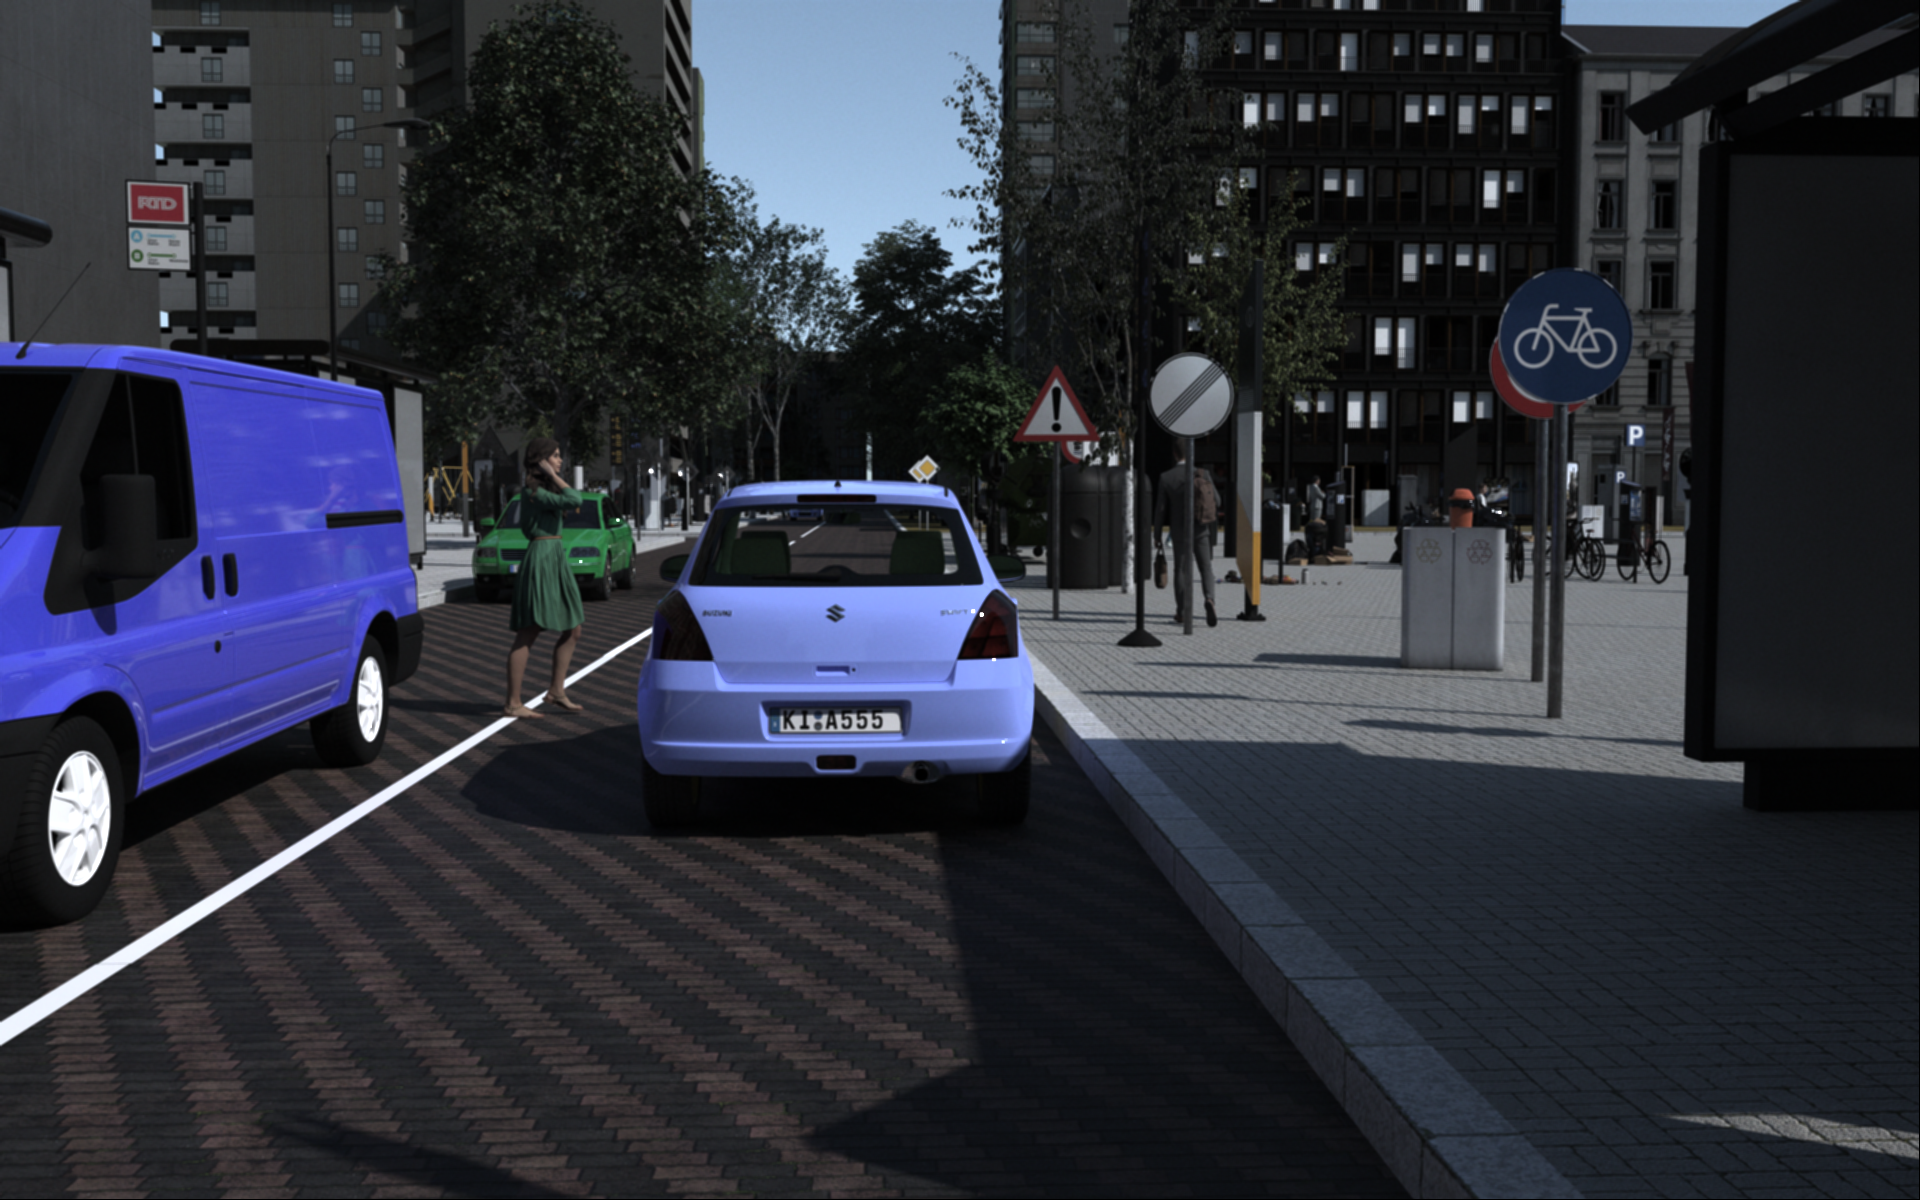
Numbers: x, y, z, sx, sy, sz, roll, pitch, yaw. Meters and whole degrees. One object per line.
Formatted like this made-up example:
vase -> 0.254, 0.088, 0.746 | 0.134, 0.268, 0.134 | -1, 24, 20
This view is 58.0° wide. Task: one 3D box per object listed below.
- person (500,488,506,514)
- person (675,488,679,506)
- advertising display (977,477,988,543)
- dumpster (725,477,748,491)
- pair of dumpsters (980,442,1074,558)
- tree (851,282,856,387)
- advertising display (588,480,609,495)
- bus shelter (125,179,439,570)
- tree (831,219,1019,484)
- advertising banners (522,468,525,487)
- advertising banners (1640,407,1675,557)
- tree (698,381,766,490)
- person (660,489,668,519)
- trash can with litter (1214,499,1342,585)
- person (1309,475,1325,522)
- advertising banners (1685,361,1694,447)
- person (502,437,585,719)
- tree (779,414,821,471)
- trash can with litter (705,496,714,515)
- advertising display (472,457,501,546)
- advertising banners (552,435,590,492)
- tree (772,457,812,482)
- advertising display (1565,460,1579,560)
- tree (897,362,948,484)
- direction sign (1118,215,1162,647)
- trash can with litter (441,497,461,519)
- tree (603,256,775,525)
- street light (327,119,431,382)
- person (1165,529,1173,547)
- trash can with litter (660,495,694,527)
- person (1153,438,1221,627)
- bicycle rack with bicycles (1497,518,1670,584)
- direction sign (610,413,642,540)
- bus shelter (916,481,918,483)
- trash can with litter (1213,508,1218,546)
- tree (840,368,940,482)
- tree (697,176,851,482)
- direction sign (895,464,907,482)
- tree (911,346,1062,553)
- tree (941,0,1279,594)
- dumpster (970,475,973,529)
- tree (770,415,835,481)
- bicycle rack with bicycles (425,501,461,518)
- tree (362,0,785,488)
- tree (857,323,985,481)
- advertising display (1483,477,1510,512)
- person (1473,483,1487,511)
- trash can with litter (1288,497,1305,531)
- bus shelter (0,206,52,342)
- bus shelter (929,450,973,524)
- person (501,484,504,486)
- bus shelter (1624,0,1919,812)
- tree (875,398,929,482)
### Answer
person -> -18.316, -3.831, 68.860 | 0.661, 1.801, 0.590 | -3, 5, -43
person -> -19.820, -7.022, 121.853 | 0.512, 1.701, 0.522 | -2, 4, -31
advertising display -> 0.850, -2.428, 44.916 | 0.974, 1.923, 0.123 | 3, 4, 38
dumpster -> -12.496, -5.817, 97.596 | 1.502, 2.255, 1.985 | 0, 4, -3
pair of dumpsters -> 1.299, -1.883, 33.279 | 1.574, 2.255, 4.437 | 0, 4, -3
tree -> -14.618, -16.488, 125.475 | 12.611, 20.169, 13.585 | 0, 3, 0
advertising display -> -16.919, -4.637, 81.034 | 0.974, 1.923, 0.123 | 0, 4, -6
bus shelter -> -9.696, -2.895, 24.961 | 2.179, 5.291, 8.768 | 0, 4, -3
tree -> -1.604, -10.624, 80.365 | 9.857, 13.997, 8.962 | 0, 3, 0
advertising banners -> -29.226, -7.404, 117.239 | 0.090, 3.025, 2.074 | -3, 4, -36
advertising banners -> 14.264, -2.420, 35.761 | 0.090, 3.025, 2.074 | 0, 4, -1
tree -> -11.424, -8.282, 85.777 | 4.360, 8.622, 3.978 | 0, 3, 0
person -> -14.921, -4.942, 86.940 | 0.616, 1.811, 0.778 | 3, 5, 41
trash can with litter -> 4.399, -0.869, 25.258 | 1.678, 1.210, 2.233 | -2, 4, -24
person -> 10.024, -2.588, 48.532 | 0.466, 1.800, 0.511 | -2, 4, -25
advertising banners -> 10.290, -1.591, 22.205 | 0.090, 3.025, 2.074 | -3, 5, -44
person -> -2.692, -0.147, 11.147 | 0.529, 1.795, 0.600 | -1, 4, -16
tree -> -14.919, -12.754, 158.886 | 4.360, 8.622, 3.978 | 0, 3, 0
trash can with litter -> -17.064, -6.841, 122.902 | 2.233, 1.210, 1.678 | 1, 4, 18
advertising display -> -8.425, -1.567, 30.831 | 0.123, 1.923, 0.974 | -3, 4, -37
advertising banners -> -11.202, -3.281, 49.837 | 0.090, 3.025, 2.074 | -3, 5, -42
tree -> -14.376, -10.127, 149.287 | 4.285, 4.588, 4.351 | 0, 3, 0
advertising display -> 11.813, -1.736, 33.594 | 0.123, 1.923, 0.974 | 2, 4, 32
tree -> -1.425, -8.719, 92.910 | 4.737, 8.622, 4.395 | 0, 3, 0
direction sign -> 1.526, -1.381, 14.584 | 0.379, 3.537, 0.876 | 0, 4, -2
trash can with litter -> -25.807, -4.703, 87.946 | 1.678, 1.210, 2.233 | 3, 5, 41
tree -> -11.300, -8.905, 71.356 | 9.928, 11.665, 9.643 | 0, 3, 0
street light -> -7.252, -2.999, 21.569 | 1.470, 5.913, 1.316 | 0, 4, -3
person -> 5.319, -2.142, 41.905 | 0.643, 1.720, 0.563 | 3, 4, 38
trash can with litter -> -11.594, -3.478, 67.921 | 1.678, 1.210, 2.233 | -3, 4, -37
person -> 2.226, -0.670, 16.966 | 0.622, 1.834, 0.822 | 0, 4, -4
bicycle rack with bicycles -> 8.982, -0.769, 25.963 | 2.852, 0.926, 2.925 | 0, 4, 2
direction sign -> -9.346, -3.456, 48.498 | 0.876, 3.537, 0.379 | -2, 4, -23
bus shelter -> -2.526, -8.293, 129.510 | 2.014, 3.302, 5.546 | 0, 4, -3
trash can with litter -> 6.107, -1.936, 43.037 | 0.624, 1.170, 1.055 | 0, 4, 6
tree -> -4.281, -14.175, 142.135 | 12.009, 13.543, 11.850 | 0, 3, 0
tree -> -13.917, -15.304, 106.105 | 12.611, 20.169, 13.585 | 0, 3, 0
direction sign -> -3.981, -7.656, 117.169 | 0.876, 3.537, 0.379 | 2, 4, 30
tree -> 0.618, -3.347, 38.433 | 4.285, 4.588, 4.351 | 0, 3, 0
tree -> 1.930, -4.389, 22.128 | 4.360, 8.622, 3.978 | 0, 3, 0
dumpster -> 0.784, -3.767, 64.090 | 1.502, 2.255, 1.985 | 0, 4, -3
tree -> -17.922, -16.297, 200.871 | 7.601, 10.594, 8.767 | 1, 4, 20
bicycle rack with bicycles -> -27.352, -4.847, 92.631 | 2.925, 0.926, 2.852 | 1, 4, 14
tree -> -9.166, -7.523, 40.015 | 9.611, 12.733, 9.660 | 0, 3, 0
tree -> -2.234, -10.855, 103.237 | 9.928, 11.665, 9.643 | 0, 3, 0
advertising display -> 20.877, -3.804, 67.414 | 0.974, 1.923, 0.123 | 0, 4, 8
person -> 11.305, -1.779, 37.721 | 0.523, 1.515, 0.503 | -2, 4, -35
trash can with litter -> 11.441, -2.992, 60.300 | 1.055, 1.170, 0.624 | -1, 4, -18
bus shelter -> -7.756, -1.905, 8.779 | 2.179, 5.291, 8.768 | 0, 4, -3
bus shelter -> -0.110, -4.535, 68.070 | 2.014, 3.302, 5.546 | 0, 4, -3
person -> -23.788, -5.118, 89.822 | 0.778, 1.811, 0.616 | 1, 4, 18
bus shelter -> 3.878, -0.645, 4.475 | 2.014, 3.302, 5.546 | 0, 4, -3
tree -> -3.265, -9.978, 113.508 | 4.360, 8.622, 3.978 | 0, 3, 0
